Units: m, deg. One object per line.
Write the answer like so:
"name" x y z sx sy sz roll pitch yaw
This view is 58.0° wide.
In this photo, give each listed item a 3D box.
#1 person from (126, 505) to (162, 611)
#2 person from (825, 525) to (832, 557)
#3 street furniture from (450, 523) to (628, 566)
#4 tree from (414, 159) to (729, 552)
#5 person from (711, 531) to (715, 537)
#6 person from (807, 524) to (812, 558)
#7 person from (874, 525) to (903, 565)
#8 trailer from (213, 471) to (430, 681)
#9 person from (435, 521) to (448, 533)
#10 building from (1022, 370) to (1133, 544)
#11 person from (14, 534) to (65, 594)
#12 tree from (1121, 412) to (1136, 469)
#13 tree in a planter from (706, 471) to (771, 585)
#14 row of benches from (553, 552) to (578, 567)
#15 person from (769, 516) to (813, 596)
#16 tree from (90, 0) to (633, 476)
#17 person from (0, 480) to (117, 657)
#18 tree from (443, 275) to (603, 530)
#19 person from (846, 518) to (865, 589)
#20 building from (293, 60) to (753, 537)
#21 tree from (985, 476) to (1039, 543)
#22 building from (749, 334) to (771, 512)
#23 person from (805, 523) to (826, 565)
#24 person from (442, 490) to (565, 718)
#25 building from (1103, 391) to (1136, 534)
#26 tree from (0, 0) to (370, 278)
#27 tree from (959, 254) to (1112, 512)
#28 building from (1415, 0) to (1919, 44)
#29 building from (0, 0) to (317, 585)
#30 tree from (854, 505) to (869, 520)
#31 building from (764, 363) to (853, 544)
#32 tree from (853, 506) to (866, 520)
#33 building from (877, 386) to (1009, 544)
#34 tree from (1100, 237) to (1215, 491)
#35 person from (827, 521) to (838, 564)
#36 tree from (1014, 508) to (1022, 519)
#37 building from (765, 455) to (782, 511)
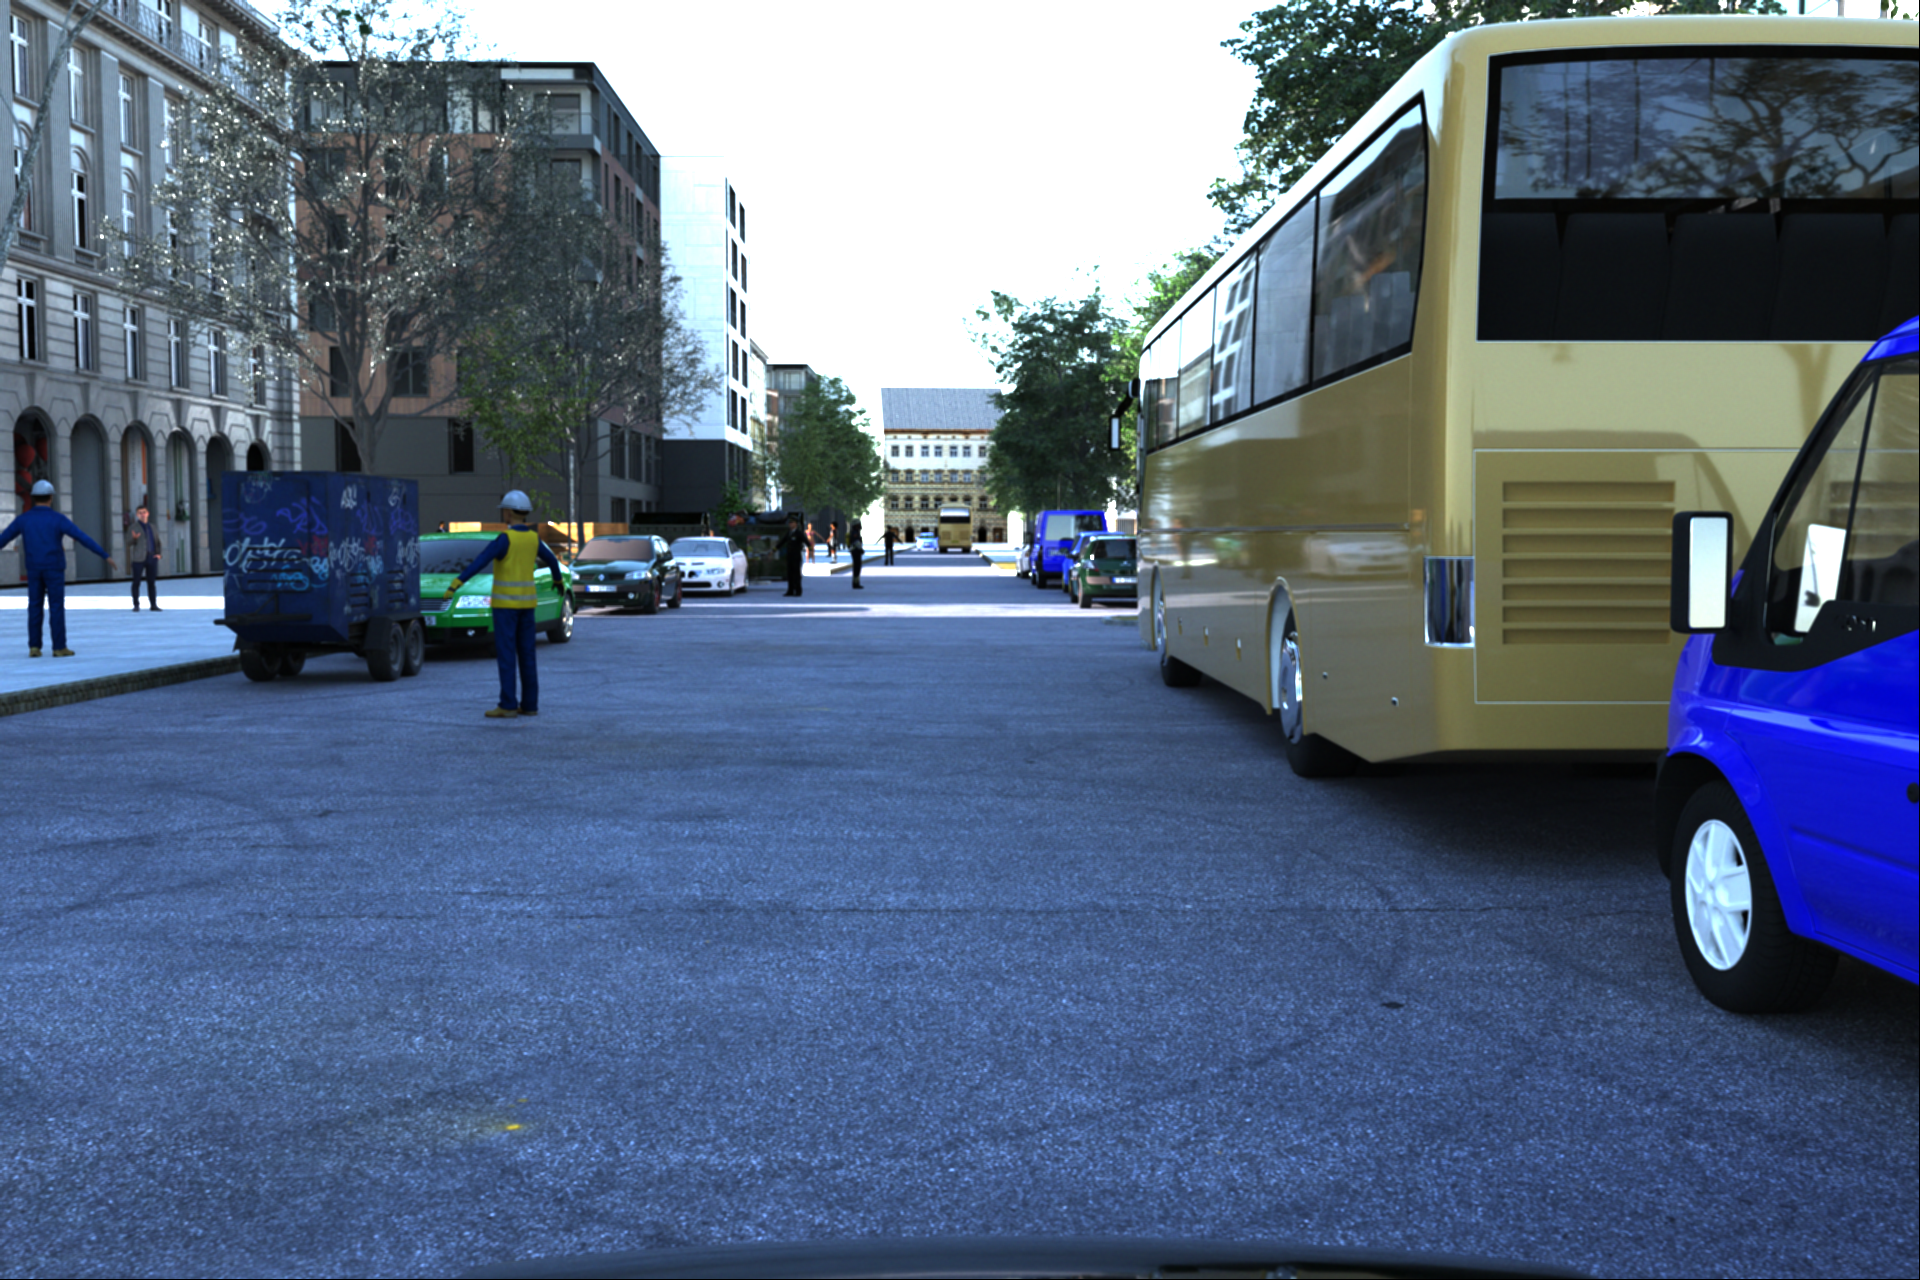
"person" -13.447 -1.350 28.651 0.617 1.759 0.750 -3 5 -40
"person" -7.427 -5.622 98.053 0.705 1.813 1.348 -1 4 -14
"street furniture" -16.689 -3.907 70.727 11.010 1.723 9.812 3 4 36
"tree" -12.854 -9.021 57.869 12.009 13.543 11.850 0 3 0
"person" -10.854 -4.062 75.674 0.991 1.433 0.599 -2 4 -28
"person" -7.962 -5.216 91.460 0.705 1.806 1.347 0 4 -4
"person" -3.253 -4.341 79.360 1.347 1.837 0.705 -1 4 -13
"trailer" -6.198 -0.574 16.431 1.471 1.999 3.904 0 3 0
"person" -18.695 -3.428 62.765 0.721 1.740 1.216 3 5 43
"building" 22.130 -23.609 229.982 27.936 21.610 32.646 0 4 0
"person" -19.826 -1.884 37.262 1.216 1.778 0.721 1 4 11
"tree" 8.439 -7.159 67.415 4.737 8.622 4.395 0 3 0
"tree in a planter" -6.429 -3.185 49.301 1.991 3.239 1.994 0 4 0
"row of benches" -15.009 -2.849 62.042 4.104 0.672 1.422 1 4 18
"person" -3.847 -1.925 39.873 1.347 1.837 0.705 3 4 37
"tree" -12.251 -7.670 35.770 12.009 13.543 11.850 0 3 0
"person" -9.564 -0.749 18.130 1.347 1.842 0.705 0 4 -7
"tree" -12.548 -6.021 48.809 4.737 8.622 4.395 0 3 0
"person" -2.680 -2.277 45.470 0.705 1.856 1.354 0 4 -8
"building" -26.596 -15.132 91.377 27.936 21.610 32.646 0 4 -1
"tree" 6.274 -15.264 167.686 7.486 12.596 7.792 0 3 0
"building" -25.767 -18.851 139.139 19.493 23.208 18.063 0 4 -1
"person" -6.191 -3.981 71.894 1.217 1.733 0.721 -1 4 -13
"person" -3.560 -0.289 13.655 0.721 1.772 1.216 2 4 33
"building" 21.384 -20.757 195.792 16.016 20.090 11.380 0 3 0
"tree" -11.522 -9.995 19.302 12.611 20.169 13.585 0 3 0
"tree" 6.976 -15.954 116.734 12.611 20.169 13.585 0 3 0
"building" 28.181 -14.948 50.965 21.656 26.213 47.522 0 3 0
"building" -27.943 -12.565 46.102 13.314 22.015 24.055 0 3 0
"tree" -14.543 -18.841 258.411 4.360 8.622 3.978 0 3 0
"building" -28.697 -23.213 223.500 27.936 21.610 32.646 0 3 0
"tree" -14.513 -18.574 254.052 4.360 8.622 3.978 0 3 0
"building" -2.834 -25.902 256.883 18.063 23.208 19.493 0 4 -5
"tree" 11.011 -10.339 75.698 9.857 13.997 8.962 0 3 0
"person" -5.435 -4.171 74.335 0.704 1.843 1.345 1 4 9
"tree" 11.053 -19.411 251.787 7.601 10.594 8.767 0 4 2
"building" -24.223 -15.280 191.968 9.099 9.664 28.070 0 4 1
